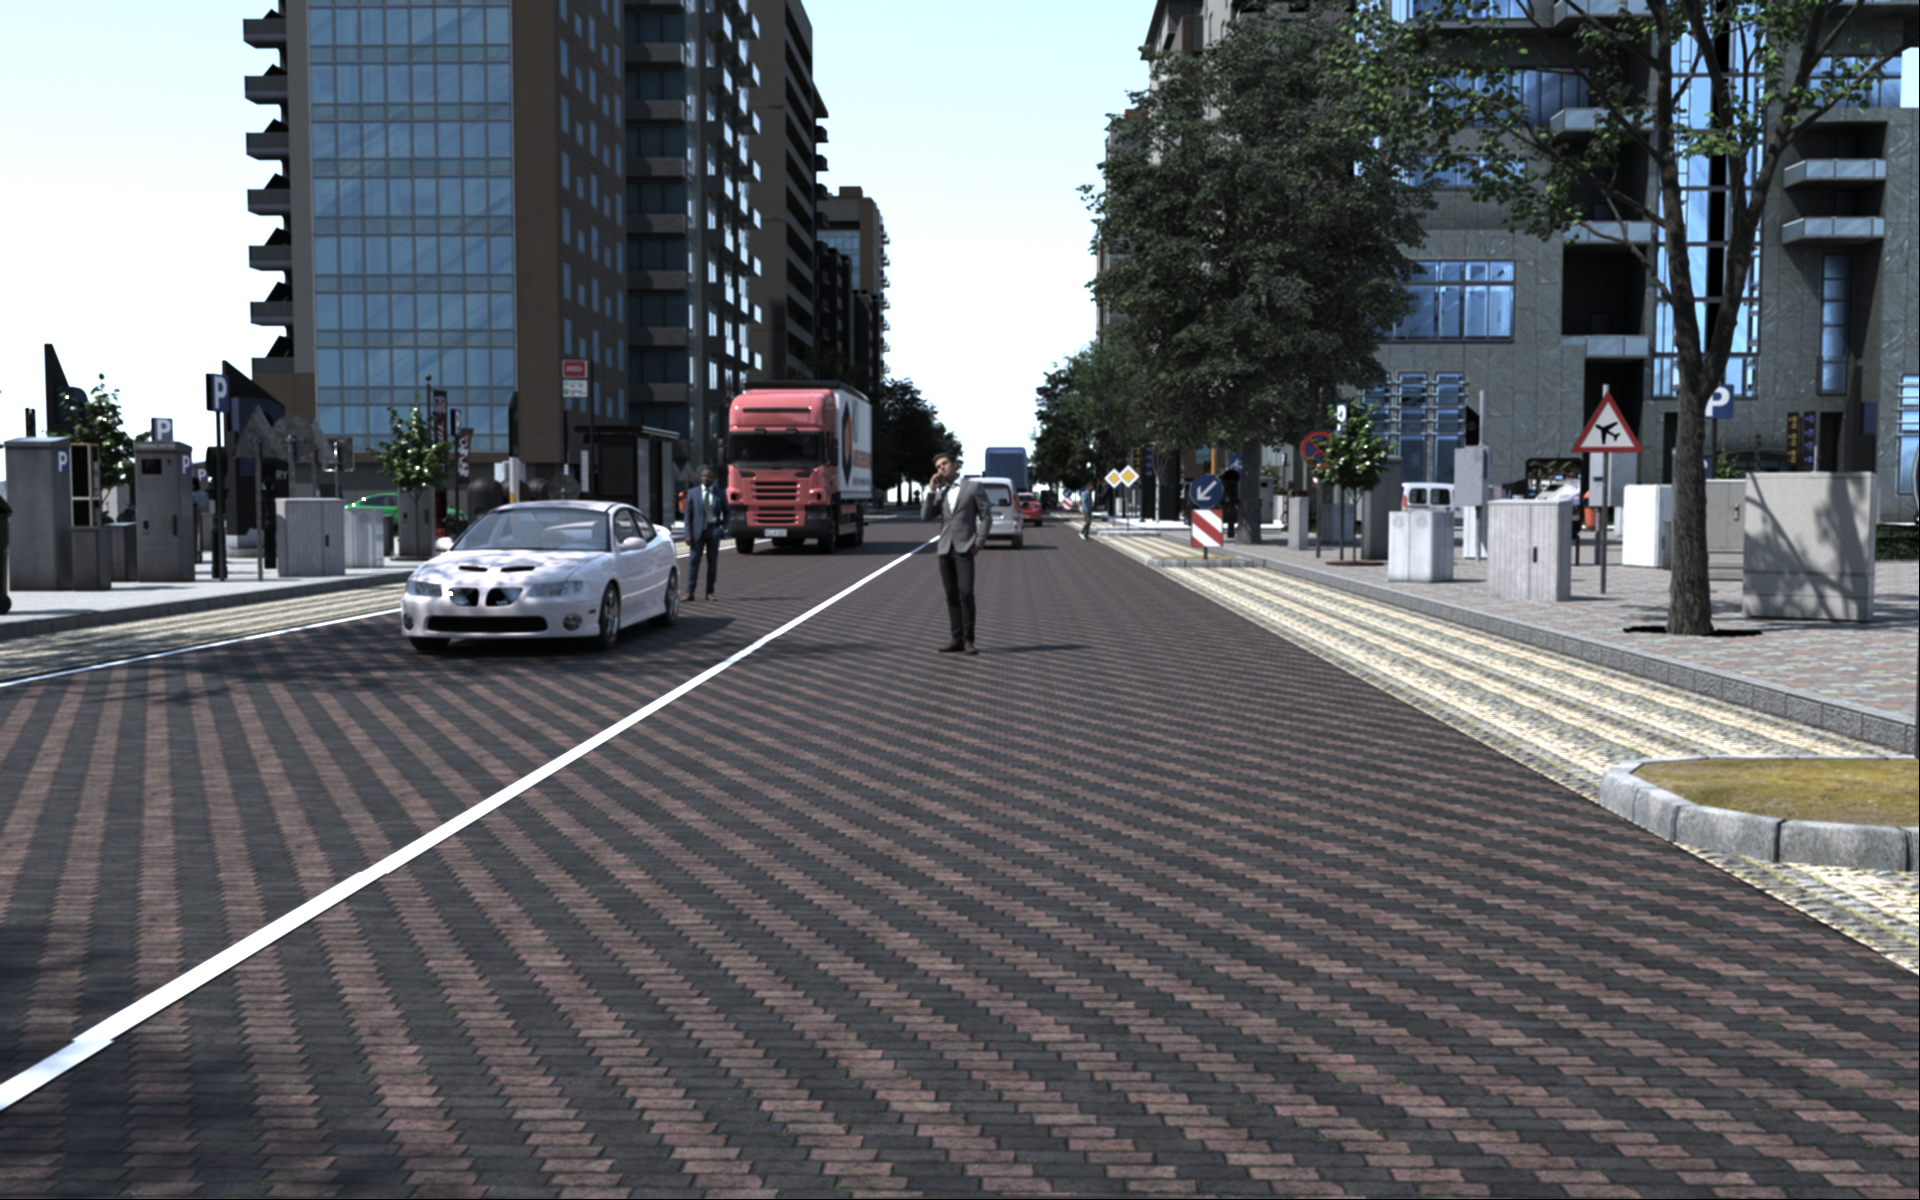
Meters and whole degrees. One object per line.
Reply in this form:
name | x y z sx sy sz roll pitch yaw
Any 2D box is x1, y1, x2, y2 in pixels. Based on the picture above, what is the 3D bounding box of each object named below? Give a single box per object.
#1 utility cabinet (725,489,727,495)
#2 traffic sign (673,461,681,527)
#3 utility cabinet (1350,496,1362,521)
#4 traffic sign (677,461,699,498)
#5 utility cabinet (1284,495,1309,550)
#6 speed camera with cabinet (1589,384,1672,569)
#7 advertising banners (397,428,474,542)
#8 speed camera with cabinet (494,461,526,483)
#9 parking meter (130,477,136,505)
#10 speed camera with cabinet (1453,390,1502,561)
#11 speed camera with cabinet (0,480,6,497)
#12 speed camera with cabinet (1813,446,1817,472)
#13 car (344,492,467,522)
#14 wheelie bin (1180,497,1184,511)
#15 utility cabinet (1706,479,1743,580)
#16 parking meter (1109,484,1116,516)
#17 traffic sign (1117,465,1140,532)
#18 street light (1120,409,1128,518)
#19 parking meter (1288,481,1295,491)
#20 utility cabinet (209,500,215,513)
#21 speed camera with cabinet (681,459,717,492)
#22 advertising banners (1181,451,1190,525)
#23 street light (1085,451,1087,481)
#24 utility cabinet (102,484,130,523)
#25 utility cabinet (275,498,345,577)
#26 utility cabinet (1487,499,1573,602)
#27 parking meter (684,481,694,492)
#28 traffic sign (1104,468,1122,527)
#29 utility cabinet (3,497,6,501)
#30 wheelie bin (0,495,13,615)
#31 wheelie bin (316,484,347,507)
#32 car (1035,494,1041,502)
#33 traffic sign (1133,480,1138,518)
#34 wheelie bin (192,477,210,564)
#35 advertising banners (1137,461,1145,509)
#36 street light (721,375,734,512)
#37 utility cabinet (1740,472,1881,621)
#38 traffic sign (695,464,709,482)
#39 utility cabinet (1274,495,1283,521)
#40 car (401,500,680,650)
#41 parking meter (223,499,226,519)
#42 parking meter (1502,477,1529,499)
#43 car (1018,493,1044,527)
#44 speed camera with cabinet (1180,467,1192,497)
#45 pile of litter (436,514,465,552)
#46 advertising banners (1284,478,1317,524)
utility cabinet | -9.872 -4.199 77.330 1.173 1.500 0.318 0 4 -1
traffic sign | -11.304 -4.184 68.409 0.884 2.594 0.081 0 4 5
utility cabinet | 16.351 -3.612 70.215 1.020 1.237 0.306 0 4 -1
traffic sign | -10.712 -4.167 68.127 0.884 2.594 0.081 0 4 7
utility cabinet | 7.787 -1.758 39.902 0.306 1.237 1.020 1 4 22
speed camera with cabinet | 11.981 -2.223 30.676 0.660 3.252 2.038 -1 4 -13
advertising banners | -13.784 -3.021 45.586 2.074 3.025 0.090 -3 4 -36
speed camera with cabinet | -12.093 -3.336 48.877 0.660 3.252 2.038 3 5 44
parking meter | -21.786 -2.436 45.546 0.255 1.863 0.399 -2 4 -28
speed camera with cabinet | 10.115 -2.415 33.825 0.660 3.252 2.038 2 4 27
speed camera with cabinet | -64.129 -7.499 116.937 0.660 3.252 2.038 0 4 3
speed camera with cabinet | 35.230 -4.651 70.376 0.660 3.252 2.038 0 4 3
car | -20.578 -3.387 64.180 4.718 1.807 1.959 0 4 2
wheelie bin | 16.460 -7.365 128.330 0.980 1.594 0.693 0 4 6
utility cabinet | 11.367 -1.039 25.667 1.173 1.500 0.318 1 4 15
parking meter | 8.866 -5.812 100.731 0.255 1.863 0.399 3 5 44
traffic sign | 5.725 -3.386 59.005 0.795 2.450 0.064 0 4 2
street light | 8.731 -7.315 92.389 0.468 5.910 1.993 0 4 2
parking meter | 14.469 -4.276 75.630 0.255 1.863 0.399 1 4 19
utility cabinet | -25.529 -2.923 58.960 0.306 1.237 1.020 -2 4 -32
speed camera with cabinet | -14.606 -6.272 96.888 2.038 3.252 0.660 1 4 21
advertising banners | 9.418 -4.633 71.940 0.090 3.025 2.074 1 4 21
street light | 10.225 -10.301 141.212 0.468 5.910 1.993 0 4 2
utility cabinet | -19.248 -1.872 39.289 1.173 1.500 0.318 3 5 39
utility cabinet | -10.153 -0.975 27.105 0.306 1.237 1.020 3 4 37
utility cabinet | 6.909 -0.605 21.051 0.306 1.237 1.020 -3 4 -36
parking meter | -12.172 -4.415 77.891 0.399 1.863 0.255 -2 4 -30
traffic sign | 5.958 -3.874 66.987 0.795 2.450 0.064 0 4 2
utility cabinet | -19.572 -1.531 36.198 0.306 1.237 1.020 0 4 1
wheelie bin | -10.510 -0.643 18.426 0.693 1.594 0.980 -3 5 -40
wheelie bin | -19.201 -2.740 52.705 0.980 1.594 0.693 -2 4 -33
car | 10.853 -14.171 240.484 1.959 1.807 4.718 0 4 3
traffic sign | 9.463 -5.680 92.977 0.768 2.556 0.104 0 4 6
wheelie bin | -14.258 -1.459 31.765 0.980 1.594 0.693 -1 4 -18
advertising banners | 9.911 -5.838 91.641 0.090 3.025 2.074 -2 4 -26
street light | -8.970 -5.800 67.612 0.468 5.910 1.993 0 4 2
utility cabinet | 8.670 -0.551 17.682 1.173 1.500 0.318 3 5 39
traffic sign | -11.010 -4.538 74.304 0.768 2.556 0.104 0 4 8
utility cabinet | 15.714 -4.408 83.235 0.306 1.237 1.020 -3 4 -36
car | -4.069 -0.312 17.456 2.083 1.381 4.827 0 4 2
parking meter | -38.059 -5.130 89.590 0.255 1.863 0.399 3 4 38
parking meter | 8.116 -1.035 25.341 0.372 1.533 0.369 0 3 0
car | 2.717 -4.176 77.325 2.155 1.783 4.494 0 3 0
speed camera with cabinet | 15.661 -7.952 124.347 2.038 3.252 0.660 -2 4 -31
pile of litter | -11.294 -1.508 38.615 1.719 0.858 1.176 0 4 -1
advertising banners | 14.378 -4.676 72.636 0.090 3.025 2.074 -2 4 -33
